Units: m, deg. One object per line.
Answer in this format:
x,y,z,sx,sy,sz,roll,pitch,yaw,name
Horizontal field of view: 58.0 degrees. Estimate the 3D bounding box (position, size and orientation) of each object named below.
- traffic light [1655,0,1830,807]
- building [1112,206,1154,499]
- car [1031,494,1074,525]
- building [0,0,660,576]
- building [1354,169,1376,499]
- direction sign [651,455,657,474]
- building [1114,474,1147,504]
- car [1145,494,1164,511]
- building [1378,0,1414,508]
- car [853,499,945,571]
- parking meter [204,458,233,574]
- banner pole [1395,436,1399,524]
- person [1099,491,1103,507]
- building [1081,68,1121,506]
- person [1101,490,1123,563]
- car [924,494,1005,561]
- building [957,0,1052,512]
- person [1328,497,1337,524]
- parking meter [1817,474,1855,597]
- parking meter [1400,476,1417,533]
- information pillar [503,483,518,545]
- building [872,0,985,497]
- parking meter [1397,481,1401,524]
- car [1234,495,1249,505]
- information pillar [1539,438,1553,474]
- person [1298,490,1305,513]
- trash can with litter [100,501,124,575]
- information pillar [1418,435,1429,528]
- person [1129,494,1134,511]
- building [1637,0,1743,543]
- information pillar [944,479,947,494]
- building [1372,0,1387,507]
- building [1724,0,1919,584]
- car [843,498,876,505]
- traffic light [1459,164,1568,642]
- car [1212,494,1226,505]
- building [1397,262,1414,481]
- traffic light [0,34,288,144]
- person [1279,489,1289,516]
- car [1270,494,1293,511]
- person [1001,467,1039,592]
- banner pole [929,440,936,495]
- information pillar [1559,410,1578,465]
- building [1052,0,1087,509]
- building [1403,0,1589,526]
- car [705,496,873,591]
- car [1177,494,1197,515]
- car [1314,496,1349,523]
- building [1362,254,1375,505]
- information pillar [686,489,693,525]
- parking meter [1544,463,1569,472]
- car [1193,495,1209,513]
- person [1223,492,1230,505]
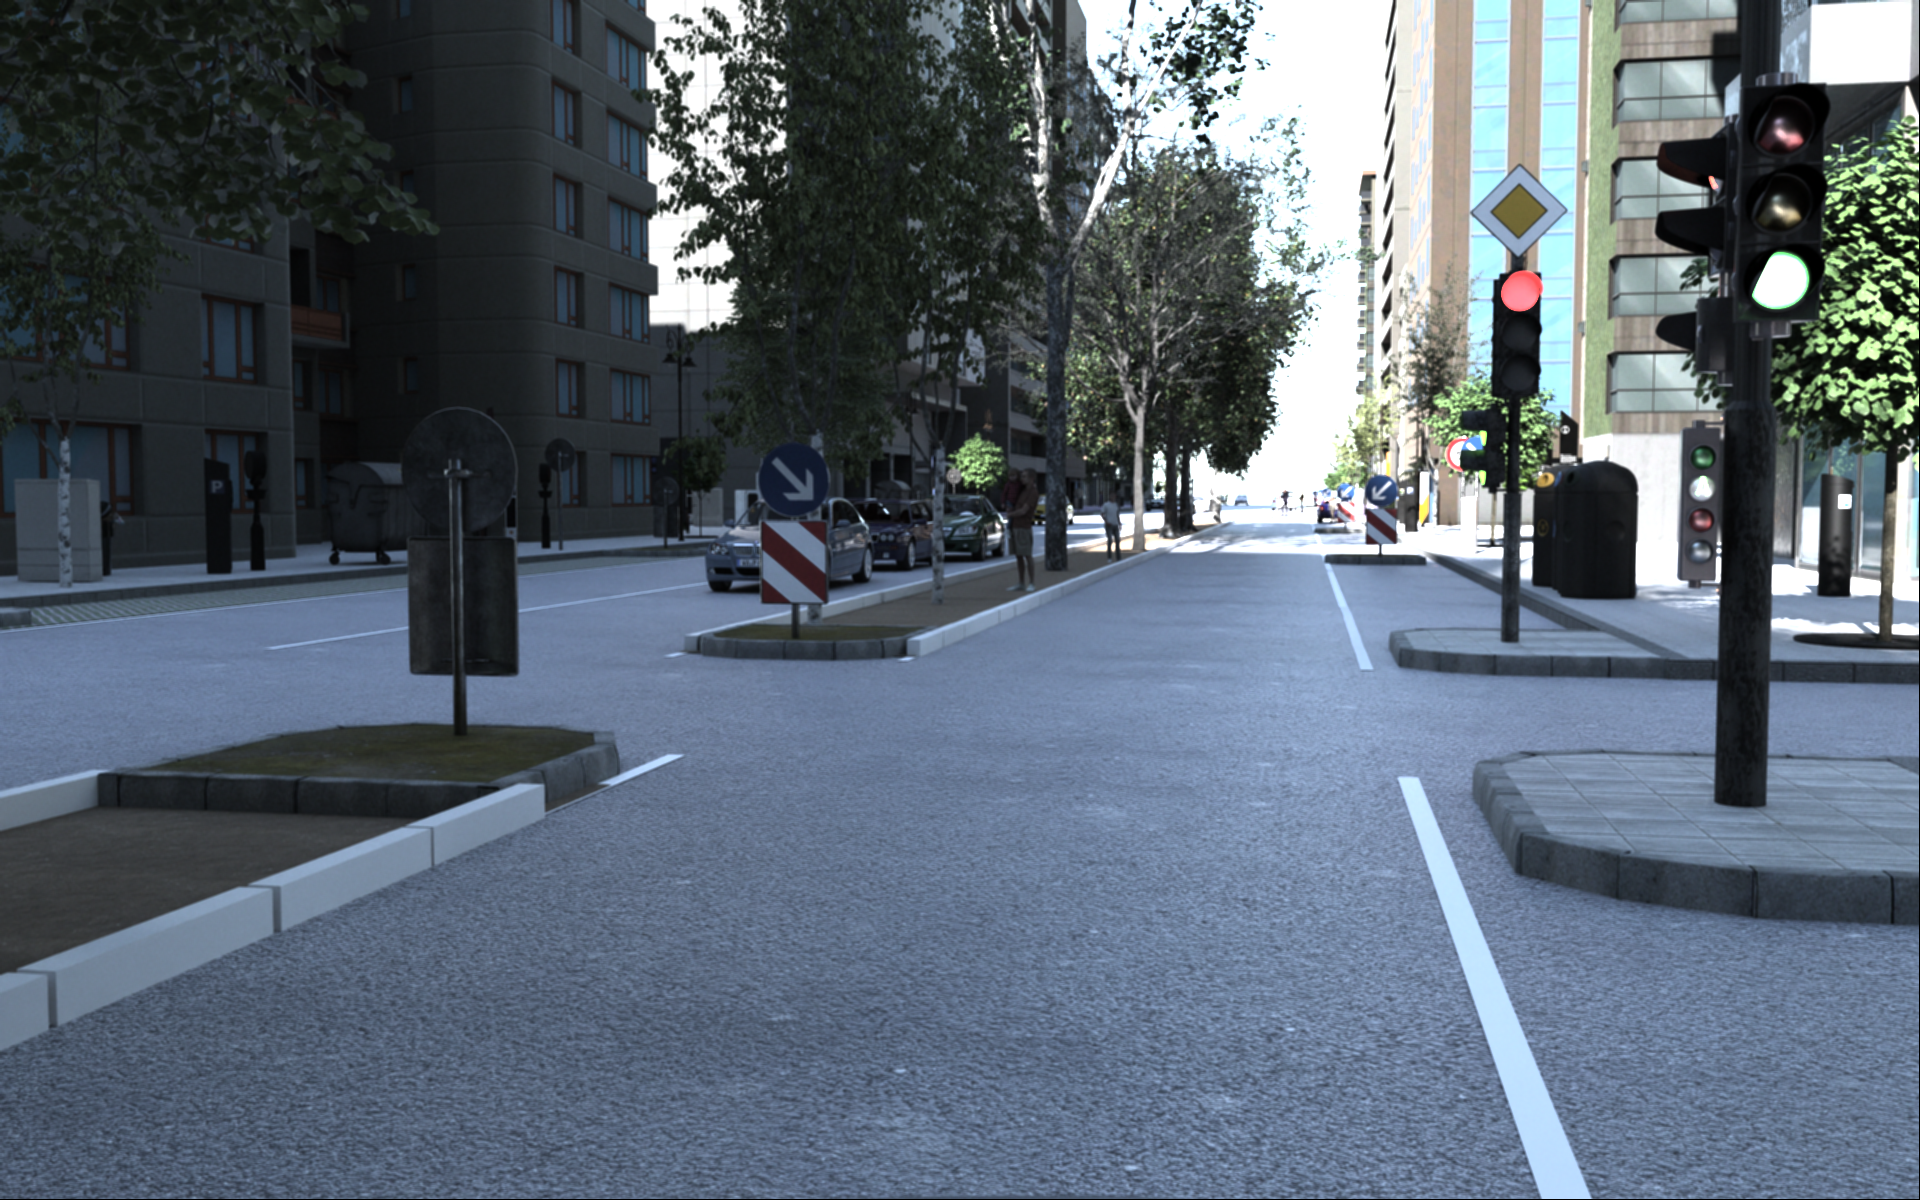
1.148,-2.000,7.363,4.771,5.953,1.251,1,4,11,traffic light
19.408,-34.026,239.912,14.154,41.232,14.086,1,4,11,building
4.241,-4.270,80.044,2.015,1.641,3.980,1,4,10,car
-25.818,-12.085,42.636,27.650,21.520,28.899,1,4,11,building
63.379,-35.042,227.566,22.147,44.769,28.867,1,4,11,building
-12.286,-4.630,67.694,0.876,3.537,0.379,0,4,-6,direction sign
7.360,-32.442,222.304,32.217,40.220,23.993,1,4,11,building
16.491,-8.268,144.968,2.009,1.686,4.222,1,4,10,car
46.944,-31.937,145.877,21.300,48.544,21.600,1,4,11,building
-1.469,-1.292,33.712,1.945,1.354,3.894,1,4,12,car
-11.922,-1.356,27.886,0.399,1.863,0.255,-1,4,-17,parking meter
18.850,-5.177,74.655,0.401,3.779,0.863,1,4,21,banner pole
14.171,-10.051,173.761,0.530,1.710,0.541,1,4,11,person
6.059,-35.167,194.596,23.786,49.044,30.456,1,4,11,building
3.190,-1.519,35.929,0.523,1.515,0.503,2,4,34,person
-0.125,-1.634,38.515,2.131,1.459,4.920,1,4,10,car
-5.027,-31.136,132.767,21.300,48.544,21.600,1,4,11,building
17.947,-4.323,83.454,0.475,1.303,0.640,-2,4,-33,person
10.993,-0.815,21.739,0.372,1.533,0.369,0,3,0,parking meter
14.989,-3.177,57.662,0.399,1.863,0.255,2,4,26,parking meter
-11.101,-2.339,42.734,0.304,2.012,0.304,-1,4,-23,information pillar
-13.510,-31.810,109.333,28.713,52.752,27.495,1,4,11,building
18.762,-4.138,73.370,0.255,1.863,0.399,2,4,24,parking meter
36.802,-13.083,226.271,2.083,1.381,4.827,1,4,12,car
22.140,-4.536,65.526,0.504,3.616,0.183,0,4,-6,information pillar
25.528,-7.359,129.637,0.721,1.723,1.217,0,4,-5,person
-13.551,-0.949,26.896,0.624,1.170,1.055,1,4,8,trash can with litter
17.759,-4.578,66.212,0.183,3.616,0.504,3,5,44,information pillar
14.885,-8.408,149.234,1.065,1.426,0.557,1,4,10,person
25.420,-17.041,50.326,14.160,30.474,14.107,1,4,11,building
-0.823,-4.732,81.865,0.304,2.012,0.304,-3,4,-37,information pillar
55.241,-39.349,185.360,21.231,58.520,28.212,1,4,11,building
27.893,-24.807,25.210,30.456,49.044,23.786,1,4,11,building
-2.925,-1.955,44.548,1.945,1.354,3.894,1,4,11,car
4.760,-1.591,14.935,0.839,4.253,0.868,1,4,11,traffic light
35.381,-13.850,236.226,2.009,1.686,4.222,1,4,10,car
45.735,-16.894,121.255,27.650,21.520,28.899,1,4,11,building
-9.178,-2.631,17.690,4.771,5.953,1.251,1,4,11,traffic light
20.729,-6.242,111.009,0.568,1.767,0.683,3,5,44,person
27.479,-8.305,147.790,2.014,1.417,4.499,1,4,12,car
0.891,-1.039,25.459,0.580,1.828,0.573,1,4,11,person
-1.198,-5.507,80.061,0.863,3.779,0.401,3,5,42,banner pole
16.833,-3.463,47.976,0.504,3.616,0.183,2,4,27,information pillar
3.185,-30.541,149.463,14.600,45.320,14.200,1,4,11,building
26.819,-25.903,73.621,14.600,45.320,14.200,1,4,11,building
-2.554,-0.916,26.977,2.014,1.417,4.499,1,4,10,car
15.539,-6.782,120.667,2.009,1.686,4.222,1,4,9,car
18.760,-4.537,86.764,1.945,1.354,3.894,1,4,10,car
55.600,-26.665,207.670,14.160,30.474,14.107,1,4,11,building
-11.132,-4.114,71.753,0.304,2.012,0.304,1,4,22,information pillar
11.178,-1.637,32.474,0.399,1.863,0.255,3,4,38,parking meter
18.173,-7.411,133.529,2.083,1.381,4.827,1,4,13,car
34.404,-13.102,223.534,1.217,1.723,0.721,-3,4,-37,person
